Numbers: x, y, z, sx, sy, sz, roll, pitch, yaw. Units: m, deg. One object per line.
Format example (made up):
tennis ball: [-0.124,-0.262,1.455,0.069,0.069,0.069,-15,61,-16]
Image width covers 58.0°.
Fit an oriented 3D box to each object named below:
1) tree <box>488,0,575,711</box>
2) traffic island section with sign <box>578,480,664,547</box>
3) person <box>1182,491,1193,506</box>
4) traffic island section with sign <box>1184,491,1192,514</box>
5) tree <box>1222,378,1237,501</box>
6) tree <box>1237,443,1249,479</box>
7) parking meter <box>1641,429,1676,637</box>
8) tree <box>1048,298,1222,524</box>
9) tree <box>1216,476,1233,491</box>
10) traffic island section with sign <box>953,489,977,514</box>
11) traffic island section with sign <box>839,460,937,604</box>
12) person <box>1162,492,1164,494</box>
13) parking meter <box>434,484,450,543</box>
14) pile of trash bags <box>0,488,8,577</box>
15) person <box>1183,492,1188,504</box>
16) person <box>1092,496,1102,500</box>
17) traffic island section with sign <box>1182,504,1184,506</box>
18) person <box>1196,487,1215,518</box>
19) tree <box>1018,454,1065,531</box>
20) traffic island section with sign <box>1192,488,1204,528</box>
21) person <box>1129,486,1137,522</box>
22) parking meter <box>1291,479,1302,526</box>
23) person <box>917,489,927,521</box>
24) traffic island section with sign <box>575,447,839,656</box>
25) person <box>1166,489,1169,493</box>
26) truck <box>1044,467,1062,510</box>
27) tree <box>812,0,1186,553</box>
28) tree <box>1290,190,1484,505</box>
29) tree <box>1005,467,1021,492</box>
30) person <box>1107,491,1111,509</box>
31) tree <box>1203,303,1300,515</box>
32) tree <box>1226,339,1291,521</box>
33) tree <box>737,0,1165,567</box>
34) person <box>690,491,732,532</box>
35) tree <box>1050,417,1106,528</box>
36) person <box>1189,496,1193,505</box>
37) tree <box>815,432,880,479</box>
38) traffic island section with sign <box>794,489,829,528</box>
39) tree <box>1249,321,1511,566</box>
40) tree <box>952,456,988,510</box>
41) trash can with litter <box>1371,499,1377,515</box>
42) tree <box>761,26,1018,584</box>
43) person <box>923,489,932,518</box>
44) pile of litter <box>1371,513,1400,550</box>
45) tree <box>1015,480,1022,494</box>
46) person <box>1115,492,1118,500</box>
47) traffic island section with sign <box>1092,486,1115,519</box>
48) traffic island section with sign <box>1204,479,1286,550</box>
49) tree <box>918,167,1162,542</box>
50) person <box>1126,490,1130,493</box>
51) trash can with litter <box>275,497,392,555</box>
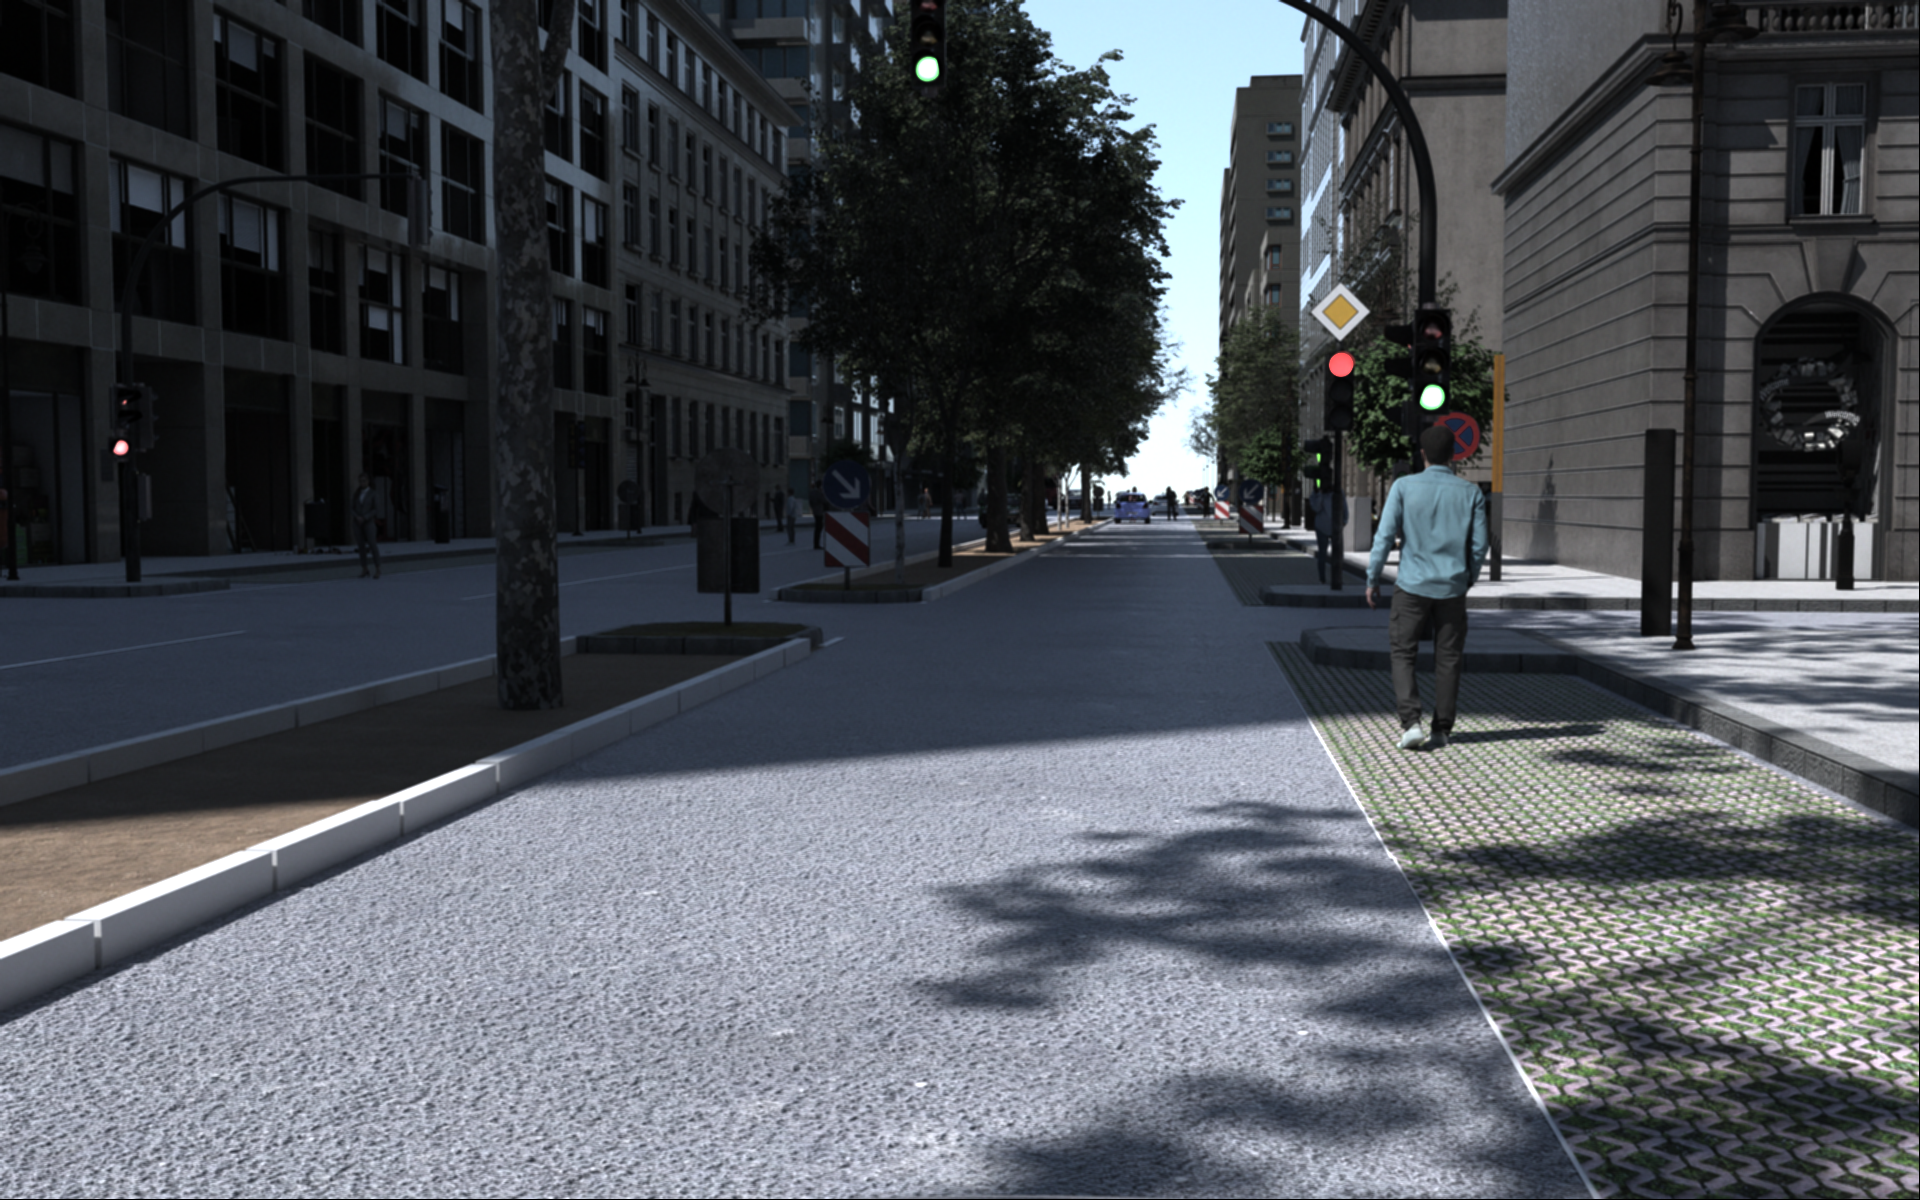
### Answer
tree: [-1.776,-9.274,9.983,12.611,20.169,13.585,0,3,0]
traffic island section with sign: [-9.300,-2.403,47.923,1.989,1.847,2.006,0,4,7]
person: [26.508,-11.819,201.749,1.348,1.823,0.705,1,4,9]
traffic island section with sign: [17.049,-6.967,122.530,1.989,1.847,2.006,0,4,7]
tree: [27.981,-16.632,182.304,12.009,13.543,11.850,0,3,0]
tree: [14.301,-5.802,78.582,4.285,4.588,4.351,0,3,0]
parking meter: [6.347,-0.614,15.745,0.255,1.863,0.399,1,4,21]
tree: [6.043,-10.330,81.726,12.009,13.543,11.850,0,3,0]
tree: [24.846,-10.401,164.652,1.663,3.219,1.824,0,3,0]
traffic island section with sign: [0.175,-7.076,124.317,1.989,1.847,2.006,0,4,7]
traffic island section with sign: [-1.424,-0.949,23.650,2.006,1.907,1.989,0,4,7]
person: [27.531,-13.772,234.617,0.756,1.711,0.436,0,3,0]
parking meter: [-13.496,-2.244,45.100,0.372,1.533,0.369,0,3,0]
pile of trash bags: [-16.131,-1.002,26.137,3.447,1.369,1.912,-1,4,-14]
person: [30.641,-13.795,234.598,0.990,1.755,0.434,1,4,20]
person: [11.772,-8.551,148.442,1.348,1.807,0.705,-3,5,-41]
traffic island section with sign: [20.369,-8.603,149.281,1.989,1.847,2.006,0,4,7]
person: [14.672,-5.812,103.163,1.348,1.869,0.705,3,5,44]
tree: [3.875,-7.020,67.601,4.737,8.622,4.395,0,3,0]
traffic island section with sign: [10.866,-3.919,72.710,1.989,1.847,2.006,0,4,7]
person: [8.942,-4.912,88.813,0.555,1.821,0.388,-1,4,-19]
parking meter: [13.447,-3.883,69.201,0.399,1.863,0.255,-1,4,-12]
person: [-2.041,-5.074,92.457,0.512,1.701,0.522,0,4,2]
traffic island section with sign: [-2.345,-0.499,16.301,2.006,1.907,1.989,0,4,7]
person: [15.740,-7.541,131.426,1.348,1.869,0.705,3,5,41]
truck: [8.044,-10.505,160.663,2.839,4.237,11.283,0,4,5]
tree: [0.942,-8.118,41.846,9.857,13.997,8.962,0,3,0]
tree: [10.338,-5.601,41.933,4.360,8.622,3.978,0,3,0]
tree: [4.026,-11.769,176.140,4.285,4.588,4.351,0,3,0]
person: [14.170,-9.441,163.550,0.721,1.739,1.217,1,4,10]
tree: [17.984,-11.356,103.790,7.486,12.596,7.792,0,3,0]
tree: [14.674,-8.113,83.014,4.360,8.622,3.978,0,3,0]
tree: [-0.356,-5.883,33.063,8.767,10.594,7.601,0,4,7]
person: [-4.107,-1.223,28.269,0.659,1.850,0.755,1,4,9]
tree: [4.485,-7.302,72.201,4.360,8.622,3.978,0,3,0]
person: [27.467,-11.888,206.049,0.799,1.438,0.628,2,4,27]
tree: [-5.932,-6.596,91.563,4.285,4.588,4.351,0,3,0]
traffic island section with sign: [-5.987,-4.040,74.674,1.989,1.847,2.006,0,4,7]
tree: [8.254,-2.915,31.380,4.285,4.588,4.351,0,3,0]
tree: [0.373,-9.826,144.372,4.285,4.588,4.351,0,3,0]
trash can with litter: [10.235,-2.011,44.269,0.624,1.170,1.055,-1,4,-9]
tree: [-0.970,-4.542,27.083,4.360,8.622,3.978,0,3,0]
person: [-1.996,-5.711,102.431,0.434,1.755,0.990,-3,5,-40]
pile of litter: [9.725,-1.603,40.170,1.176,0.858,1.719,-2,4,-24]
tree: [7.236,-12.474,198.552,1.663,3.219,1.824,0,3,0]
person: [22.922,-14.869,252.394,1.217,1.735,0.721,0,4,-6]
traffic island section with sign: [7.809,-5.510,98.222,2.006,1.907,1.989,0,4,7]
traffic island section with sign: [7.493,-2.251,45.438,1.989,1.847,2.006,0,4,7]
tree: [2.049,-7.976,50.995,7.486,12.596,7.792,0,3,0]
person: [12.080,-6.984,123.410,0.721,1.743,1.217,-3,5,-42]
trash can with litter: [-13.400,-1.595,37.137,2.233,1.210,1.678,0,4,-7]
